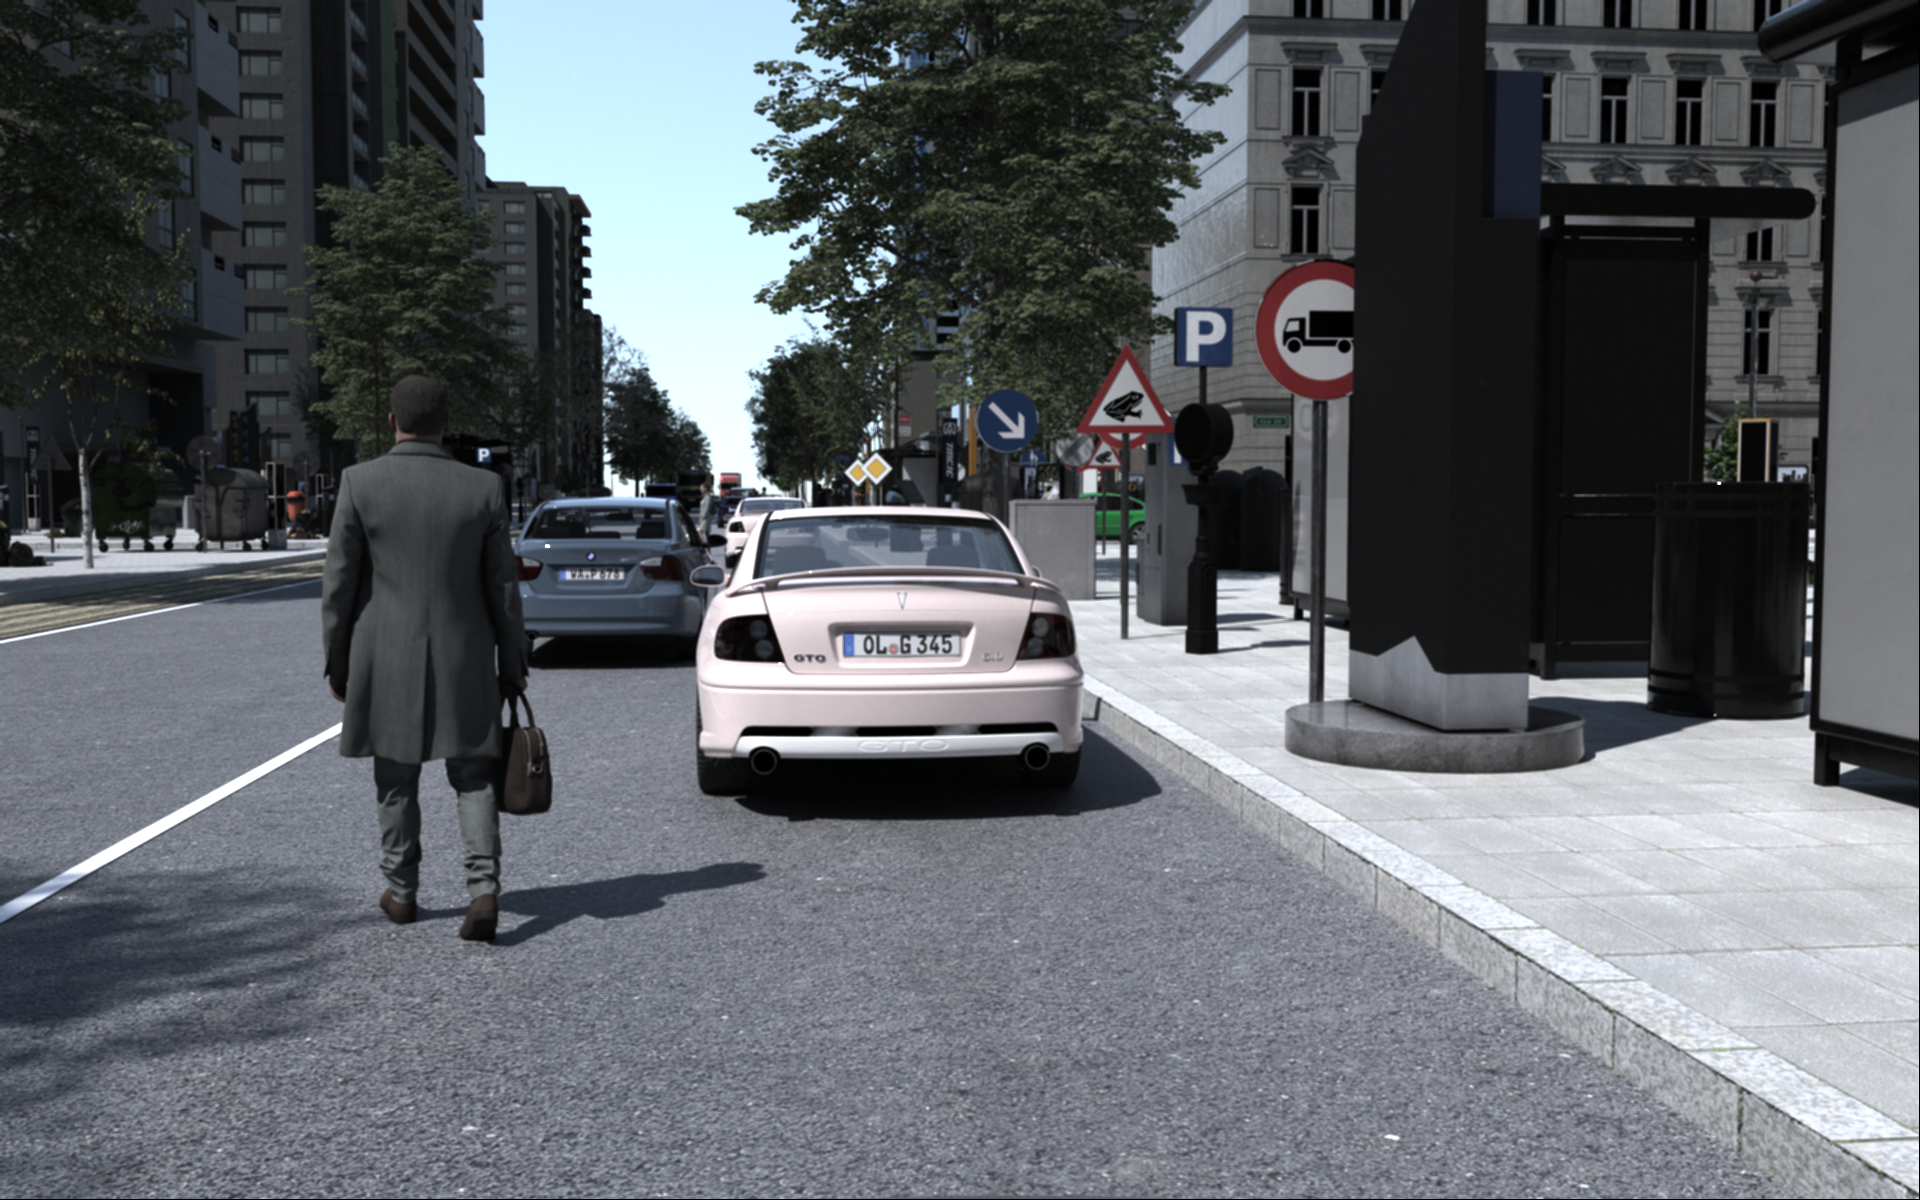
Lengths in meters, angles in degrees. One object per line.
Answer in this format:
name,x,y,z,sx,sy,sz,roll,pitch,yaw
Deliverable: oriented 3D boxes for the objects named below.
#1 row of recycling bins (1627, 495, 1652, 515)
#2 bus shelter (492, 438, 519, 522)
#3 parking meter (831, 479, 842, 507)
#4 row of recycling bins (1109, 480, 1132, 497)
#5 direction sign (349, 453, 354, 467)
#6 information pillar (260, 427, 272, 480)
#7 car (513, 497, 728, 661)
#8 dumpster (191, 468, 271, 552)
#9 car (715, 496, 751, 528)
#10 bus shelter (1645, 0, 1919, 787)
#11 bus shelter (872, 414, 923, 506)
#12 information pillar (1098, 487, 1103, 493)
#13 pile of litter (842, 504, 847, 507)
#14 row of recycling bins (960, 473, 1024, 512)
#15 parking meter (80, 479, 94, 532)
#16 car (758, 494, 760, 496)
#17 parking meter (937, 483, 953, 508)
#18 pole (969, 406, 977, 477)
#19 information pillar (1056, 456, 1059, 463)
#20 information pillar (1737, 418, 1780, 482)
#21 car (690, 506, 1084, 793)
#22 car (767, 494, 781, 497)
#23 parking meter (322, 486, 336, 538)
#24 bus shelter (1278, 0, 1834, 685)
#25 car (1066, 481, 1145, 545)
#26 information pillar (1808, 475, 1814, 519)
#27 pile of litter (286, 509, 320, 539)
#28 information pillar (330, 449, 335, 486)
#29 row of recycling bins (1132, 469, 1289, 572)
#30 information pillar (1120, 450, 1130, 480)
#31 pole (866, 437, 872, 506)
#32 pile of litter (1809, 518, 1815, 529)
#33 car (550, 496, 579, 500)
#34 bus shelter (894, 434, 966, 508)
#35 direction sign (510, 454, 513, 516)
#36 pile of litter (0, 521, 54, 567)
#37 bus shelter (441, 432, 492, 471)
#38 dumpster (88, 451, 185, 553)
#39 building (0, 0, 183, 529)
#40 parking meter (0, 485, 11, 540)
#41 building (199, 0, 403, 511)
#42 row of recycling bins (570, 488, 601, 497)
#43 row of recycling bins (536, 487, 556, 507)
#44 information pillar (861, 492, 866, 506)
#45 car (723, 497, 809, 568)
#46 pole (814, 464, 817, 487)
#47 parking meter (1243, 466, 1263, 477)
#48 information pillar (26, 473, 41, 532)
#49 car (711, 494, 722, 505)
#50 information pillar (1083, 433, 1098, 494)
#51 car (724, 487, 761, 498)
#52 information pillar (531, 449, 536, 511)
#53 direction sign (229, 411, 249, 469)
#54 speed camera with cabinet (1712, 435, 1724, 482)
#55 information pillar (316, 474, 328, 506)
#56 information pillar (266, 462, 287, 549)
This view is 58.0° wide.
row of recycling bins,41.682,-5.997,105.168,1.069,1.692,3.534,-2,4,-27
bus shelter,-20.524,-5.159,75.631,1.731,3.624,6.357,0,4,-7
parking meter,-4.697,-3.686,65.984,0.399,1.863,0.255,-3,5,-43
row of recycling bins,6.179,-2.719,51.570,3.534,1.692,1.069,0,4,-6
direction sign,-33.384,-6.306,95.102,0.379,3.537,0.876,0,4,-5
information pillar,-23.983,-4.195,59.948,0.183,3.616,0.504,1,4,17
car,-3.202,-0.256,16.189,2.014,1.417,4.499,0,4,-6
dumpster,-16.337,-2.024,38.849,1.264,1.857,1.865,0,4,-6
car,-9.601,-3.806,74.807,1.945,1.354,3.894,0,4,-7
bus shelter,4.730,-1.744,6.144,2.179,5.291,8.768,0,4,-7
bus shelter,-3.204,-6.514,84.140,2.179,5.291,8.768,0,4,-7
information pillar,5.924,-4.283,74.513,0.304,2.012,0.304,-2,4,-32
pile of litter,-5.121,-3.833,76.631,1.719,0.858,1.176,1,4,13
row of recycling bins,0.713,-1.727,35.341,1.069,1.692,3.534,1,4,11
parking meter,-29.288,-3.206,58.130,0.399,1.863,0.255,-2,4,-30
car,-22.959,-11.265,193.972,2.009,1.686,4.222,0,4,-5
parking meter,-0.367,-2.018,41.398,0.372,1.533,0.369,0,3,0
pole,0.300,-2.834,40.181,0.158,3.312,0.155,0,3,0
information pillar,5.255,-6.254,93.599,0.183,3.616,0.504,-1,4,-11
information pillar,7.833,-0.768,17.042,0.304,2.012,0.304,3,5,41
car,-0.492,0.159,9.762,2.083,1.381,4.827,0,4,-6
car,-12.918,-6.541,118.955,2.014,1.417,4.499,0,4,-7
parking meter,-18.649,-2.616,51.188,0.372,1.533,0.369,0,3,0
bus shelter,4.342,-2.352,16.087,2.179,5.291,8.768,0,4,-6
car,3.393,-2.314,46.638,4.718,1.807,1.959,0,4,-6
information pillar,31.952,-3.718,65.286,0.304,2.012,0.304,-2,4,-33
pile of litter,-18.909,-2.165,49.370,1.176,0.858,1.719,-3,5,-42
information pillar,-32.368,-5.996,89.394,0.183,3.616,0.504,-2,4,-34
row of recycling bins,4.446,-1.405,30.091,1.069,1.692,3.534,-2,4,-27
information pillar,6.229,-4.542,65.611,0.183,3.616,0.504,-3,5,-40
pole,-3.259,-4.166,61.965,0.158,3.312,0.155,0,3,0
pile of litter,31.003,-3.033,63.558,1.176,0.858,1.719,-1,4,-12
car,-16.925,-3.751,73.912,1.945,1.354,3.894,0,4,-7
bus shelter,-1.110,-4.124,61.350,2.014,3.302,5.546,0,4,-7
direction sign,-26.174,-6.647,100.678,0.379,3.537,0.876,-1,4,-18
pile of litter,-17.056,-1.019,30.634,1.719,0.858,1.176,-1,4,-10
bus shelter,-20.048,-4.730,68.615,1.731,3.624,6.357,0,4,-7
dumpster,-18.431,-2.218,38.751,1.502,2.255,1.985,0,4,-7
building,-46.504,-29.416,70.190,28.713,52.752,27.495,0,4,-6
parking meter,-26.527,-2.419,47.962,0.372,1.533,0.369,0,3,0
building,-44.179,-26.077,109.953,14.154,41.232,14.086,0,4,-6
row of recycling bins,-25.414,-6.775,117.892,1.069,1.692,3.534,1,4,19
row of recycling bins,-22.920,-5.414,95.634,1.069,1.692,3.534,0,4,-6
information pillar,-5.544,-5.745,98.429,0.304,2.012,0.304,1,4,9
car,-3.760,-1.384,34.991,2.083,1.381,4.827,0,4,-5
pole,-9.634,-7.441,115.501,0.158,3.312,0.155,0,3,0
parking meter,6.217,-1.906,36.876,0.399,1.863,0.255,3,5,40
information pillar,-31.642,-3.343,59.147,0.304,2.012,0.304,0,4,-2
car,-27.713,-11.142,194.173,2.014,1.417,4.499,0,4,-8
information pillar,4.083,-3.832,54.004,0.504,3.616,0.183,2,4,30
car,-12.577,-5.624,100.622,2.281,1.827,5.304,0,4,-6
information pillar,-22.281,-6.066,90.535,0.183,3.616,0.504,-3,4,-36
direction sign,-19.762,-3.398,47.557,0.379,3.537,0.876,0,4,8
speed camera with cabinet,25.780,-3.864,57.516,0.660,3.252,2.038,0,4,-7
information pillar,-23.892,-3.697,64.938,0.304,2.012,0.304,1,4,21
information pillar,-15.905,-2.191,40.314,0.304,2.012,0.304,2,4,33
